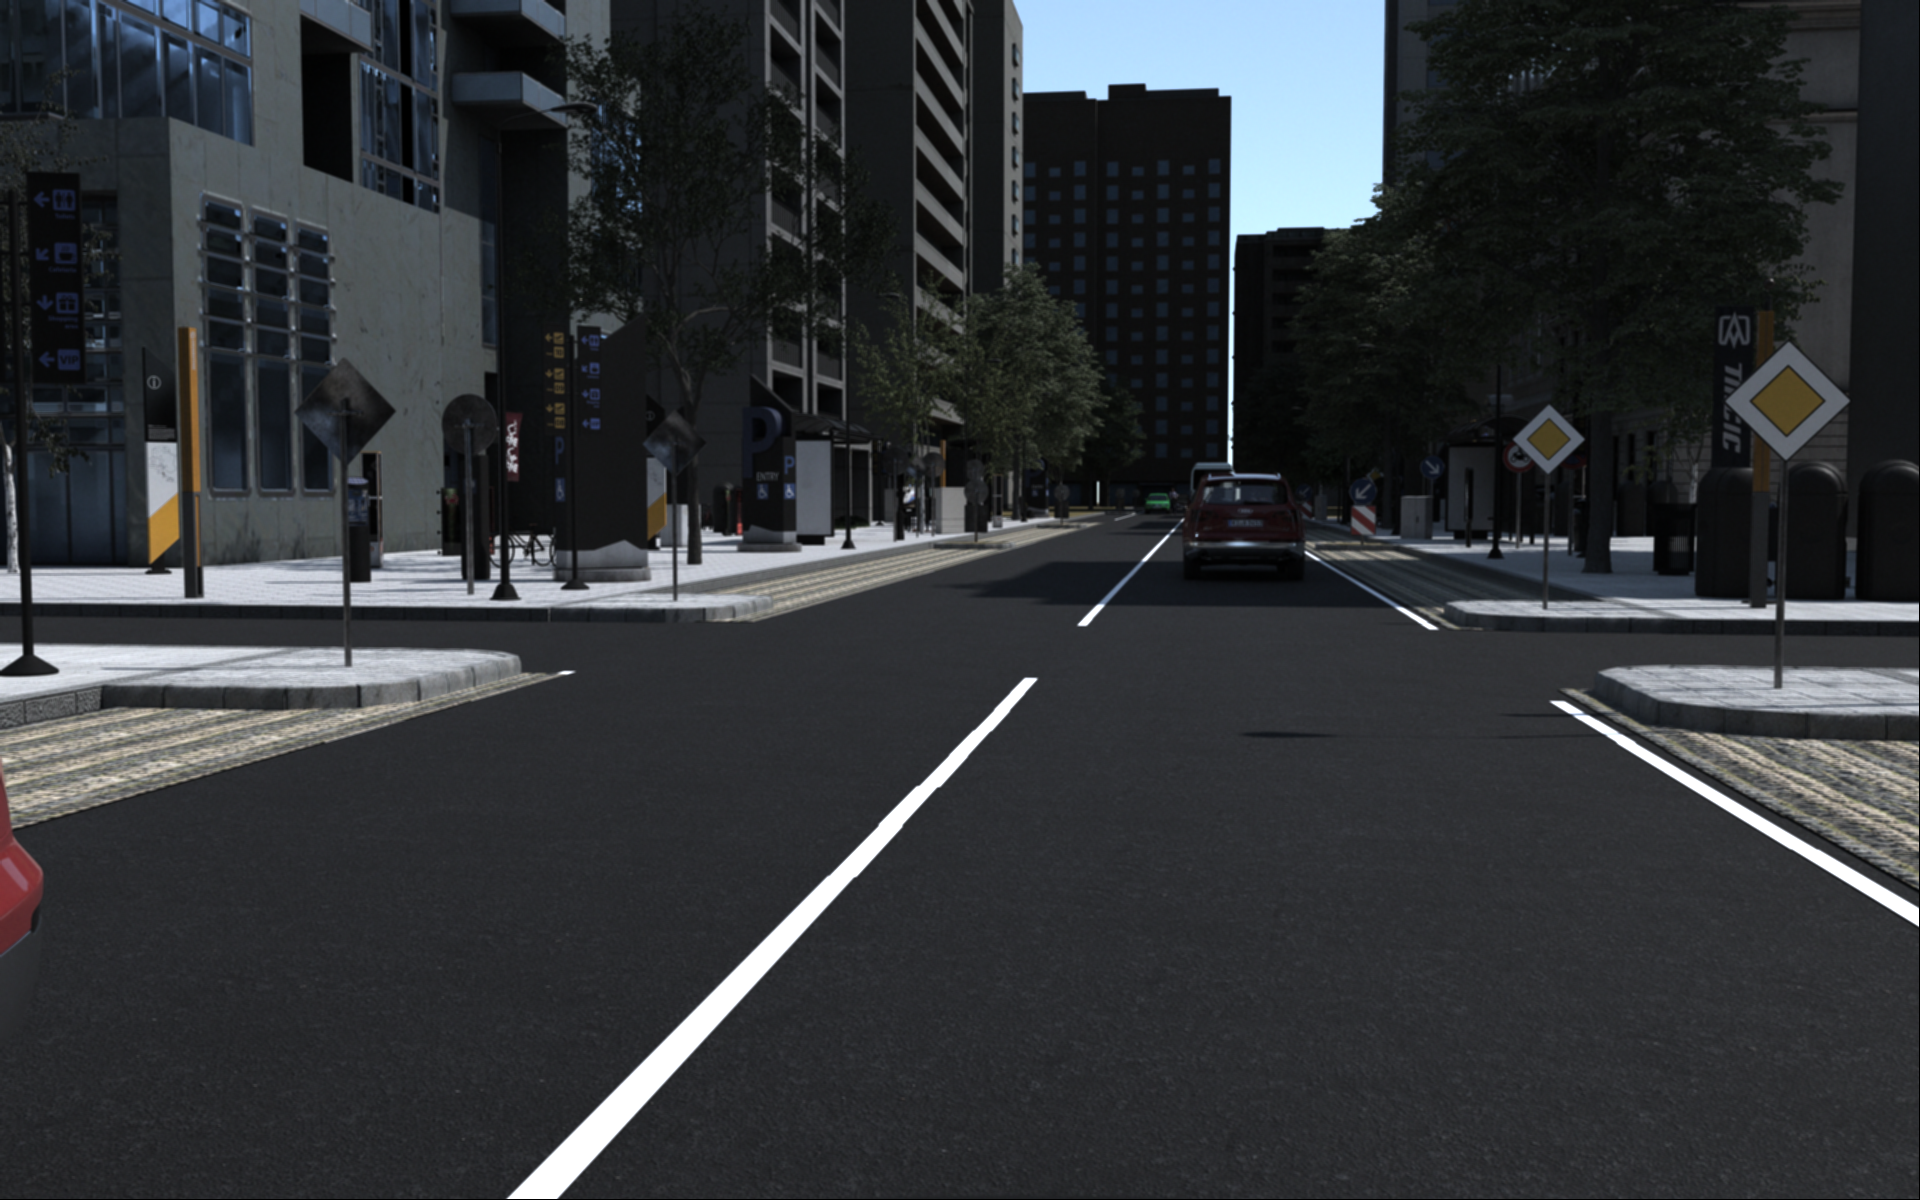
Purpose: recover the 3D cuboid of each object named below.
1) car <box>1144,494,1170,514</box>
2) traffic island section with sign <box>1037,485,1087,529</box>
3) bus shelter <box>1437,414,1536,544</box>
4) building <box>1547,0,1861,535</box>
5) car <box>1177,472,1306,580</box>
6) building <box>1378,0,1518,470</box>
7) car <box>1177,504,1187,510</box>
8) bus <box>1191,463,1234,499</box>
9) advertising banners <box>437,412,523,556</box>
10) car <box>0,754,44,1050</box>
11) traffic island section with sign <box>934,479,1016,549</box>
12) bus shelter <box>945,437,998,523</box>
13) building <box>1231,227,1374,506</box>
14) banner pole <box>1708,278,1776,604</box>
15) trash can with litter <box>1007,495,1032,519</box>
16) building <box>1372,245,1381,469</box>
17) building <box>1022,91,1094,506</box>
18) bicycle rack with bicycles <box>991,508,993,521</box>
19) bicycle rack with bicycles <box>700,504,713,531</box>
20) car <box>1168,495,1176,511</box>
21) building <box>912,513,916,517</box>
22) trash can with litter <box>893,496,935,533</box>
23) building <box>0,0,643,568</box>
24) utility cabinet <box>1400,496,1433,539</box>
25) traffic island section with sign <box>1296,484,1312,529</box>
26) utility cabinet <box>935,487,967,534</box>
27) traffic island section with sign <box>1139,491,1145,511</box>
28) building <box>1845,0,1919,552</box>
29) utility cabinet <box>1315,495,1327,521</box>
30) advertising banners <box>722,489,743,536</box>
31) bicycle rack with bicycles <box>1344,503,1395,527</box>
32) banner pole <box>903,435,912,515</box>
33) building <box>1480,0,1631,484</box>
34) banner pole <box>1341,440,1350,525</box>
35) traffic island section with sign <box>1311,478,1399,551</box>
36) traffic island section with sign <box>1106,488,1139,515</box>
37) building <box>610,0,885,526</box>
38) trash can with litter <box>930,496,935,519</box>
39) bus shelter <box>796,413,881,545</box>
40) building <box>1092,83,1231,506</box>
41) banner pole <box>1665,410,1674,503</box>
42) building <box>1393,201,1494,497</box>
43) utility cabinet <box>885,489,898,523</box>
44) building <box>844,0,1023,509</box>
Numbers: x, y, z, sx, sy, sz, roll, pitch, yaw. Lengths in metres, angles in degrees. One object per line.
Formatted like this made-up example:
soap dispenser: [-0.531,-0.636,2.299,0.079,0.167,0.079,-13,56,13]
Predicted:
car: [14.160,-7.028,123.699,1.959,1.807,4.718,1,4,9]
traffic island section with sign: [4.301,-3.904,72.458,1.989,1.847,2.006,0,4,8]
bus shelter: [14.276,-3.232,46.765,2.014,3.302,5.546,0,4,8]
building: [27.892,-12.081,62.152,10.561,19.102,19.286,0,4,8]
car: [4.966,-1.341,30.597,2.281,1.827,5.304,0,4,8]
building: [45.643,-36.743,142.739,21.231,58.520,28.212,0,4,8]
car: [19.653,-8.877,157.505,2.083,1.381,4.827,1,4,9]
bus: [15.996,-6.967,108.774,2.948,3.499,13.247,1,4,9]
advertising banners: [-10.031,-2.455,36.329,0.090,3.025,2.074,3,5,42]
car: [-2.824,0.477,0.883,2.281,1.827,5.304,0,4,6]
traffic island section with sign: [0.431,-2.253,45.459,1.989,1.847,2.006,0,4,8]
bus shelter: [0.479,-5.117,74.947,1.731,3.624,6.357,1,4,8]
building: [37.106,-25.614,190.485,14.107,30.474,14.160,0,4,8]
banner pole: [9.165,-1.847,20.220,0.863,3.779,0.401,0,4,-1]
trash can with litter: [2.888,-4.718,88.195,1.678,1.210,2.233,2,4,29]
building: [50.990,-25.457,187.918,14.107,30.474,14.160,0,4,8]
building: [8.455,-33.228,193.384,14.200,45.320,14.600,0,4,8]
bicycle rack with bicycles: [0.205,-4.286,83.455,2.852,0.926,2.925,-1,4,-11]
bicycle rack with bicycles: [-9.839,-2.985,62.184,2.852,0.926,2.925,1,4,9]
car: [17.347,-8.185,146.407,1.945,1.354,3.894,1,4,9]
building: [-11.652,-29.650,108.487,21.300,48.544,21.600,0,4,8]
trash can with litter: [-1.099,-2.864,57.885,1.678,1.210,2.233,-2,4,-35]
building: [-22.326,-44.743,44.214,22.319,86.520,31.000,0,4,8]
utility cabinet: [13.125,-2.364,49.820,0.306,1.237,1.020,-2,4,-29]
traffic island section with sign: [13.953,-3.815,71.000,1.989,1.847,2.006,0,4,8]
utility cabinet: [-0.300,-2.874,55.672,0.318,1.500,1.173,3,5,43]
traffic island section with sign: [15.172,-8.554,148.478,1.989,1.847,2.006,0,4,8]
building: [30.723,-14.442,29.631,24.014,27.812,14.314,0,4,8]
utility cabinet: [17.498,-4.454,83.989,0.306,1.237,1.020,0,4,-7]
advertising banners: [-6.829,-3.495,53.338,0.090,3.025,2.074,1,4,19]
bicycle rack with bicycles: [16.673,-3.303,67.394,2.852,0.926,2.925,-1,4,-17]
banner pole: [-2.169,-4.962,71.151,0.401,3.779,0.863,-2,4,-33]
building: [32.995,-18.060,81.189,13.634,28.700,20.117,0,4,8]
banner pole: [15.879,-4.950,70.952,0.401,3.779,0.863,0,4,-1]
traffic island section with sign: [10.136,-2.183,44.315,1.989,1.847,2.006,0,4,8]
traffic island section with sign: [11.302,-6.902,121.470,1.989,1.847,2.006,0,4,8]
building: [-14.027,-39.103,77.584,20.563,71.187,20.611,0,4,8]
trash can with litter: [-1.200,-4.614,86.821,1.055,1.170,0.624,-3,4,-39]
bus shelter: [-3.588,-3.185,45.991,2.014,3.302,5.546,0,4,8]
building: [22.627,-33.151,192.137,14.200,45.320,14.600,0,4,8]
banner pole: [19.348,-3.500,47.235,0.401,3.779,0.863,1,4,11]
building: [44.356,-16.513,115.021,27.650,21.520,28.899,0,4,8]
utility cabinet: [-2.736,-4.147,76.476,1.173,1.500,0.318,2,4,25]
building: [-6.011,-32.458,154.382,21.600,48.544,21.300,0,4,8]
